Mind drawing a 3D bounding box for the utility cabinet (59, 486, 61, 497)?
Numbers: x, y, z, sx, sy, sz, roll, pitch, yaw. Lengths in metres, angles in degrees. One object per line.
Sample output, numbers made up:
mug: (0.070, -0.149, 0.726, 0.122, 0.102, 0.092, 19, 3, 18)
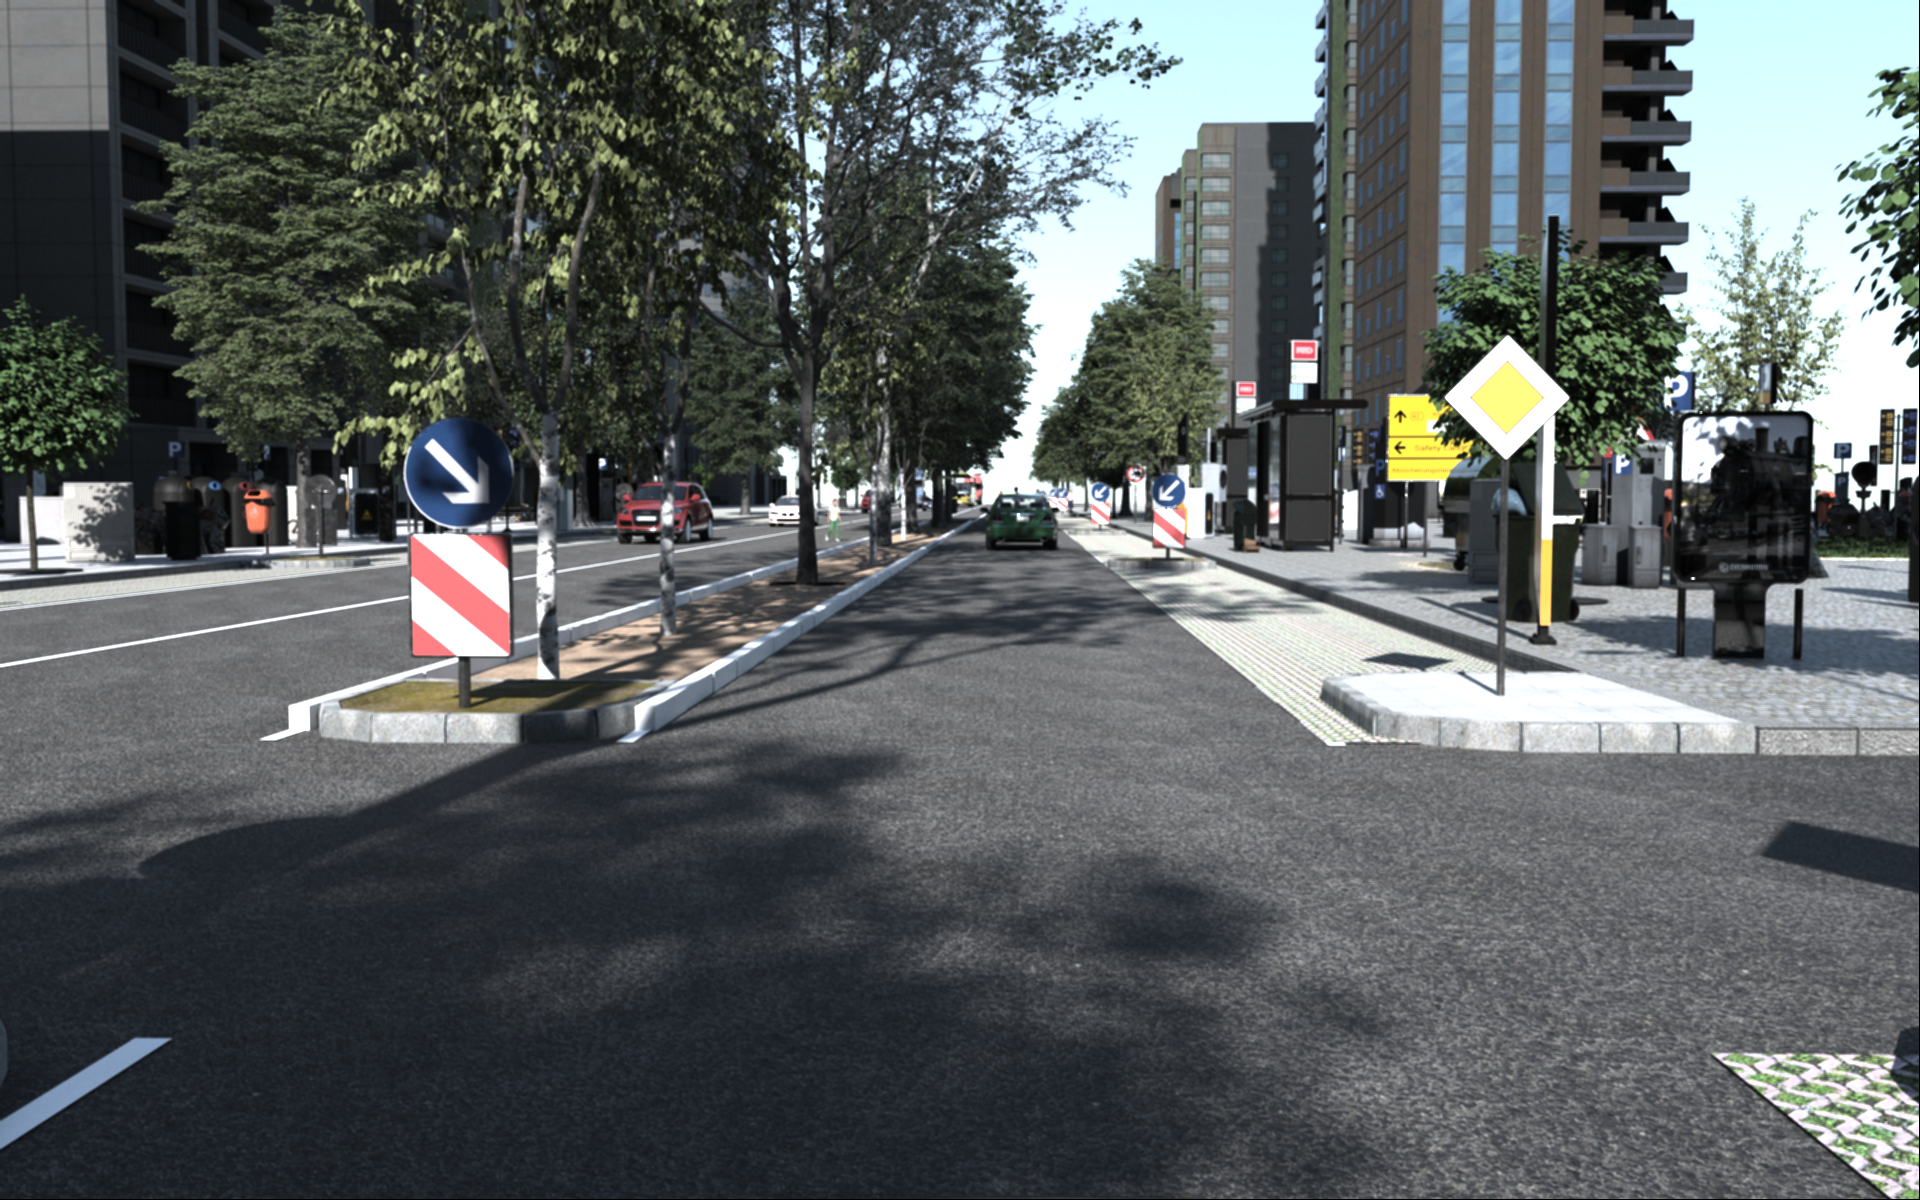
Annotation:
utility cabinet: (-23.481, -2.294, 46.185, 1.173, 1.500, 0.318, 2, 4, 27)

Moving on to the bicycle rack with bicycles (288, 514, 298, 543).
bicycle rack with bicycles: (-17.887, -1.969, 45.576, 2.852, 0.926, 2.925, 1, 4, 8)

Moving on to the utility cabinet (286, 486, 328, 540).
utility cabinet: (-18.169, -2.399, 47.902, 1.173, 1.500, 0.318, 1, 4, 14)

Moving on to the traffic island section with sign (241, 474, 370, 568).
traffic island section with sign: (-12.779, -1.558, 34.102, 1.989, 1.847, 2.006, 0, 4, 2)

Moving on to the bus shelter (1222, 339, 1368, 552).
bus shelter: (8.124, -3.970, 42.548, 2.179, 5.291, 8.768, 0, 4, 2)

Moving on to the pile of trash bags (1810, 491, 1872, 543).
pile of trash bags: (25.417, -2.404, 49.051, 1.912, 1.369, 3.447, -1, 4, -10)

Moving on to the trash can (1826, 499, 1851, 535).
trash can: (27.007, -2.547, 53.295, 0.748, 1.137, 0.748, 0, 3, 0)

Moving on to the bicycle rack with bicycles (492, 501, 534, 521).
bicycle rack with bicycles: (-21.877, -4.378, 84.955, 2.925, 0.926, 2.852, 0, 4, -2)

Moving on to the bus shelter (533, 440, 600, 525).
bus shelter: (-17.002, -5.171, 75.828, 1.731, 3.624, 6.357, 0, 4, 2)

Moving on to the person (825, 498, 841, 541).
person: (-3.840, -2.428, 52.448, 0.590, 1.304, 0.306, 3, 5, 45)

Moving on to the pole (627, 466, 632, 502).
pole: (-14.602, -5.059, 76.565, 0.158, 3.312, 0.155, 0, 3, 0)

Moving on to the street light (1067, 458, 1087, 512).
street light: (8.674, -9.437, 126.843, 1.470, 5.913, 1.316, 0, 4, 2)

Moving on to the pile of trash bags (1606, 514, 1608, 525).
pile of trash bags: (13.680, -1.392, 32.510, 1.912, 1.369, 3.447, -2, 4, -32)

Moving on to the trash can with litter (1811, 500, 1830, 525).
trash can with litter: (34.028, -3.415, 66.900, 1.678, 1.210, 2.233, 3, 5, 43)

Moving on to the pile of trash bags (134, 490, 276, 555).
pile of trash bags: (-16.111, -1.652, 36.767, 3.447, 1.369, 1.912, 1, 4, 12)

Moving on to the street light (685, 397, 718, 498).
street light: (-12.579, -6.760, 83.059, 1.470, 5.913, 1.316, 0, 4, 2)

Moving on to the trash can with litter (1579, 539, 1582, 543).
trash can with litter: (15.402, -2.089, 45.208, 2.233, 1.210, 1.678, 0, 4, -3)

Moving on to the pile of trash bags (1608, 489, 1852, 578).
pile of trash bags: (12.182, -1.096, 27.667, 1.912, 1.369, 3.447, -1, 4, -9)

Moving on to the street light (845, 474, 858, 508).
street light: (-9.992, -11.473, 160.130, 1.470, 5.913, 1.316, 0, 4, 2)

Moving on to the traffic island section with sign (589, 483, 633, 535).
traffic island section with sign: (-11.897, -3.206, 61.043, 1.989, 1.847, 2.006, 0, 4, 2)

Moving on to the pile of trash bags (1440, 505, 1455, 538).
pile of trash bags: (15.113, -2.532, 51.149, 1.912, 1.369, 3.447, 0, 4, -5)

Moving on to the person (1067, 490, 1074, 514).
person: (7.148, -6.335, 113.023, 0.756, 1.711, 0.436, -3, 5, -44)

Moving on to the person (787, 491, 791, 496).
person: (-16.426, -9.585, 165.748, 0.750, 1.759, 0.617, 1, 4, 22)

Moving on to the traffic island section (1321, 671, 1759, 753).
traffic island section: (3.462, 0.687, 11.043, 2.009, 0.180, 2.903, 0, 4, 2)

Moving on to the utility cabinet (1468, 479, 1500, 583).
utility cabinet: (7.855, -0.976, 24.630, 1.173, 1.500, 0.318, 3, 5, 40)

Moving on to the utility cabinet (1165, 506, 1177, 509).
utility cabinet: (10.043, -4.397, 80.565, 0.318, 1.500, 1.173, -3, 4, -38)

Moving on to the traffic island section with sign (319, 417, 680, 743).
traffic island section with sign: (-2.943, -0.170, 10.915, 2.006, 1.907, 1.989, 0, 4, 2)

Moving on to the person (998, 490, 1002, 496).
person: (4.404, -10.729, 183.851, 1.348, 1.831, 0.705, -3, 5, -44)

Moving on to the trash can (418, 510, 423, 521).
trash can: (-25.662, -4.326, 82.390, 0.748, 1.137, 0.748, 0, 3, 0)

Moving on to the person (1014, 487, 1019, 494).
person: (2.710, -4.587, 83.841, 0.374, 1.781, 0.599, 1, 4, 17)

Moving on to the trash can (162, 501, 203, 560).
trash can: (-15.084, -1.344, 33.633, 0.748, 1.137, 0.748, 0, 3, 0)

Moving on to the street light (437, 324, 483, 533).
street light: (-13.745, -4.586, 47.523, 1.470, 5.913, 1.316, 0, 4, 2)

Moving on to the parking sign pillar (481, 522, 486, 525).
parking sign pillar: (-20.794, -5.181, 73.180, 1.447, 3.967, 1.447, 3, 5, 39)

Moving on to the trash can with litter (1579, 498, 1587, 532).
trash can with litter: (19.817, -2.736, 56.122, 0.624, 1.170, 1.055, -2, 4, -31)

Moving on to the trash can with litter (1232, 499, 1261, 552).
trash can with litter: (6.427, -1.654, 38.424, 0.624, 1.170, 1.055, -1, 4, -9)

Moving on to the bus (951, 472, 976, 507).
bus: (0.227, -12.482, 195.630, 2.896, 3.916, 12.252, 0, 4, 3)

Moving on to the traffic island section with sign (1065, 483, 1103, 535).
traffic island section with sign: (4.796, -3.196, 60.881, 1.989, 1.847, 2.006, 0, 4, 2)

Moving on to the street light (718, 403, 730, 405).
street light: (-12.385, -7.074, 88.204, 1.470, 5.913, 1.316, 0, 4, 2)

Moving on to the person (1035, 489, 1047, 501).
person: (5.413, -6.864, 120.808, 1.350, 1.814, 0.705, 0, 4, 1)

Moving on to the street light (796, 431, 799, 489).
street light: (-11.222, -9.281, 124.287, 1.470, 5.913, 1.316, 0, 4, 2)

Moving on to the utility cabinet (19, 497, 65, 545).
utility cabinet: (-23.280, -2.006, 43.958, 1.020, 1.237, 0.306, -2, 4, -28)

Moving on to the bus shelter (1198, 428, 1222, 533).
bus shelter: (9.373, -4.992, 59.256, 2.179, 5.291, 8.768, 0, 4, 2)

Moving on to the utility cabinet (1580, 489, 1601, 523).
utility cabinet: (27.504, -4.094, 75.613, 1.173, 1.500, 0.318, -1, 4, -9)

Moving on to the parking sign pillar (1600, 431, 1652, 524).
parking sign pillar: (19.417, -3.793, 50.486, 1.447, 3.967, 1.447, 3, 4, 38)

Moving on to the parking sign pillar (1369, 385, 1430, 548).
parking sign pillar: (10.702, -3.278, 42.070, 1.447, 3.967, 1.447, -2, 4, -28)

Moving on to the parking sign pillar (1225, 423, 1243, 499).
parking sign pillar: (10.468, -4.756, 66.229, 1.447, 3.967, 1.447, 1, 4, 22)

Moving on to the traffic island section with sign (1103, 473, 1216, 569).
traffic island section with sign: (3.891, -1.535, 33.729, 1.989, 1.847, 2.006, 0, 4, 2)

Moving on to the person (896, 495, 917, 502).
person: (-3.204, -5.772, 102.891, 1.348, 1.821, 0.705, 1, 4, 16)

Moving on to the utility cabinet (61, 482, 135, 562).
utility cabinet: (-16.203, -1.463, 32.606, 1.173, 1.500, 0.318, -2, 4, -27)

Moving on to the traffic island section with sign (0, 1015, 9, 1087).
traffic island section with sign: (-3.198, 0.283, 3.512, 2.006, 1.907, 1.989, 0, 4, 2)

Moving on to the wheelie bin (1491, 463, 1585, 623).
wheelie bin: (5.796, -0.587, 17.500, 0.980, 1.594, 0.693, -1, 4, -22)

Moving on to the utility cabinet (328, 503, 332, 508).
utility cabinet: (-19.001, -2.595, 51.111, 0.318, 1.500, 1.173, 1, 4, 13)

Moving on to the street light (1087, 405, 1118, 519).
street light: (7.535, -7.221, 90.611, 1.470, 5.913, 1.316, 0, 4, 2)

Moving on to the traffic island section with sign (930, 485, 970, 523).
traffic island section with sign: (-0.466, -4.763, 86.012, 2.006, 1.907, 1.989, 0, 4, 2)
